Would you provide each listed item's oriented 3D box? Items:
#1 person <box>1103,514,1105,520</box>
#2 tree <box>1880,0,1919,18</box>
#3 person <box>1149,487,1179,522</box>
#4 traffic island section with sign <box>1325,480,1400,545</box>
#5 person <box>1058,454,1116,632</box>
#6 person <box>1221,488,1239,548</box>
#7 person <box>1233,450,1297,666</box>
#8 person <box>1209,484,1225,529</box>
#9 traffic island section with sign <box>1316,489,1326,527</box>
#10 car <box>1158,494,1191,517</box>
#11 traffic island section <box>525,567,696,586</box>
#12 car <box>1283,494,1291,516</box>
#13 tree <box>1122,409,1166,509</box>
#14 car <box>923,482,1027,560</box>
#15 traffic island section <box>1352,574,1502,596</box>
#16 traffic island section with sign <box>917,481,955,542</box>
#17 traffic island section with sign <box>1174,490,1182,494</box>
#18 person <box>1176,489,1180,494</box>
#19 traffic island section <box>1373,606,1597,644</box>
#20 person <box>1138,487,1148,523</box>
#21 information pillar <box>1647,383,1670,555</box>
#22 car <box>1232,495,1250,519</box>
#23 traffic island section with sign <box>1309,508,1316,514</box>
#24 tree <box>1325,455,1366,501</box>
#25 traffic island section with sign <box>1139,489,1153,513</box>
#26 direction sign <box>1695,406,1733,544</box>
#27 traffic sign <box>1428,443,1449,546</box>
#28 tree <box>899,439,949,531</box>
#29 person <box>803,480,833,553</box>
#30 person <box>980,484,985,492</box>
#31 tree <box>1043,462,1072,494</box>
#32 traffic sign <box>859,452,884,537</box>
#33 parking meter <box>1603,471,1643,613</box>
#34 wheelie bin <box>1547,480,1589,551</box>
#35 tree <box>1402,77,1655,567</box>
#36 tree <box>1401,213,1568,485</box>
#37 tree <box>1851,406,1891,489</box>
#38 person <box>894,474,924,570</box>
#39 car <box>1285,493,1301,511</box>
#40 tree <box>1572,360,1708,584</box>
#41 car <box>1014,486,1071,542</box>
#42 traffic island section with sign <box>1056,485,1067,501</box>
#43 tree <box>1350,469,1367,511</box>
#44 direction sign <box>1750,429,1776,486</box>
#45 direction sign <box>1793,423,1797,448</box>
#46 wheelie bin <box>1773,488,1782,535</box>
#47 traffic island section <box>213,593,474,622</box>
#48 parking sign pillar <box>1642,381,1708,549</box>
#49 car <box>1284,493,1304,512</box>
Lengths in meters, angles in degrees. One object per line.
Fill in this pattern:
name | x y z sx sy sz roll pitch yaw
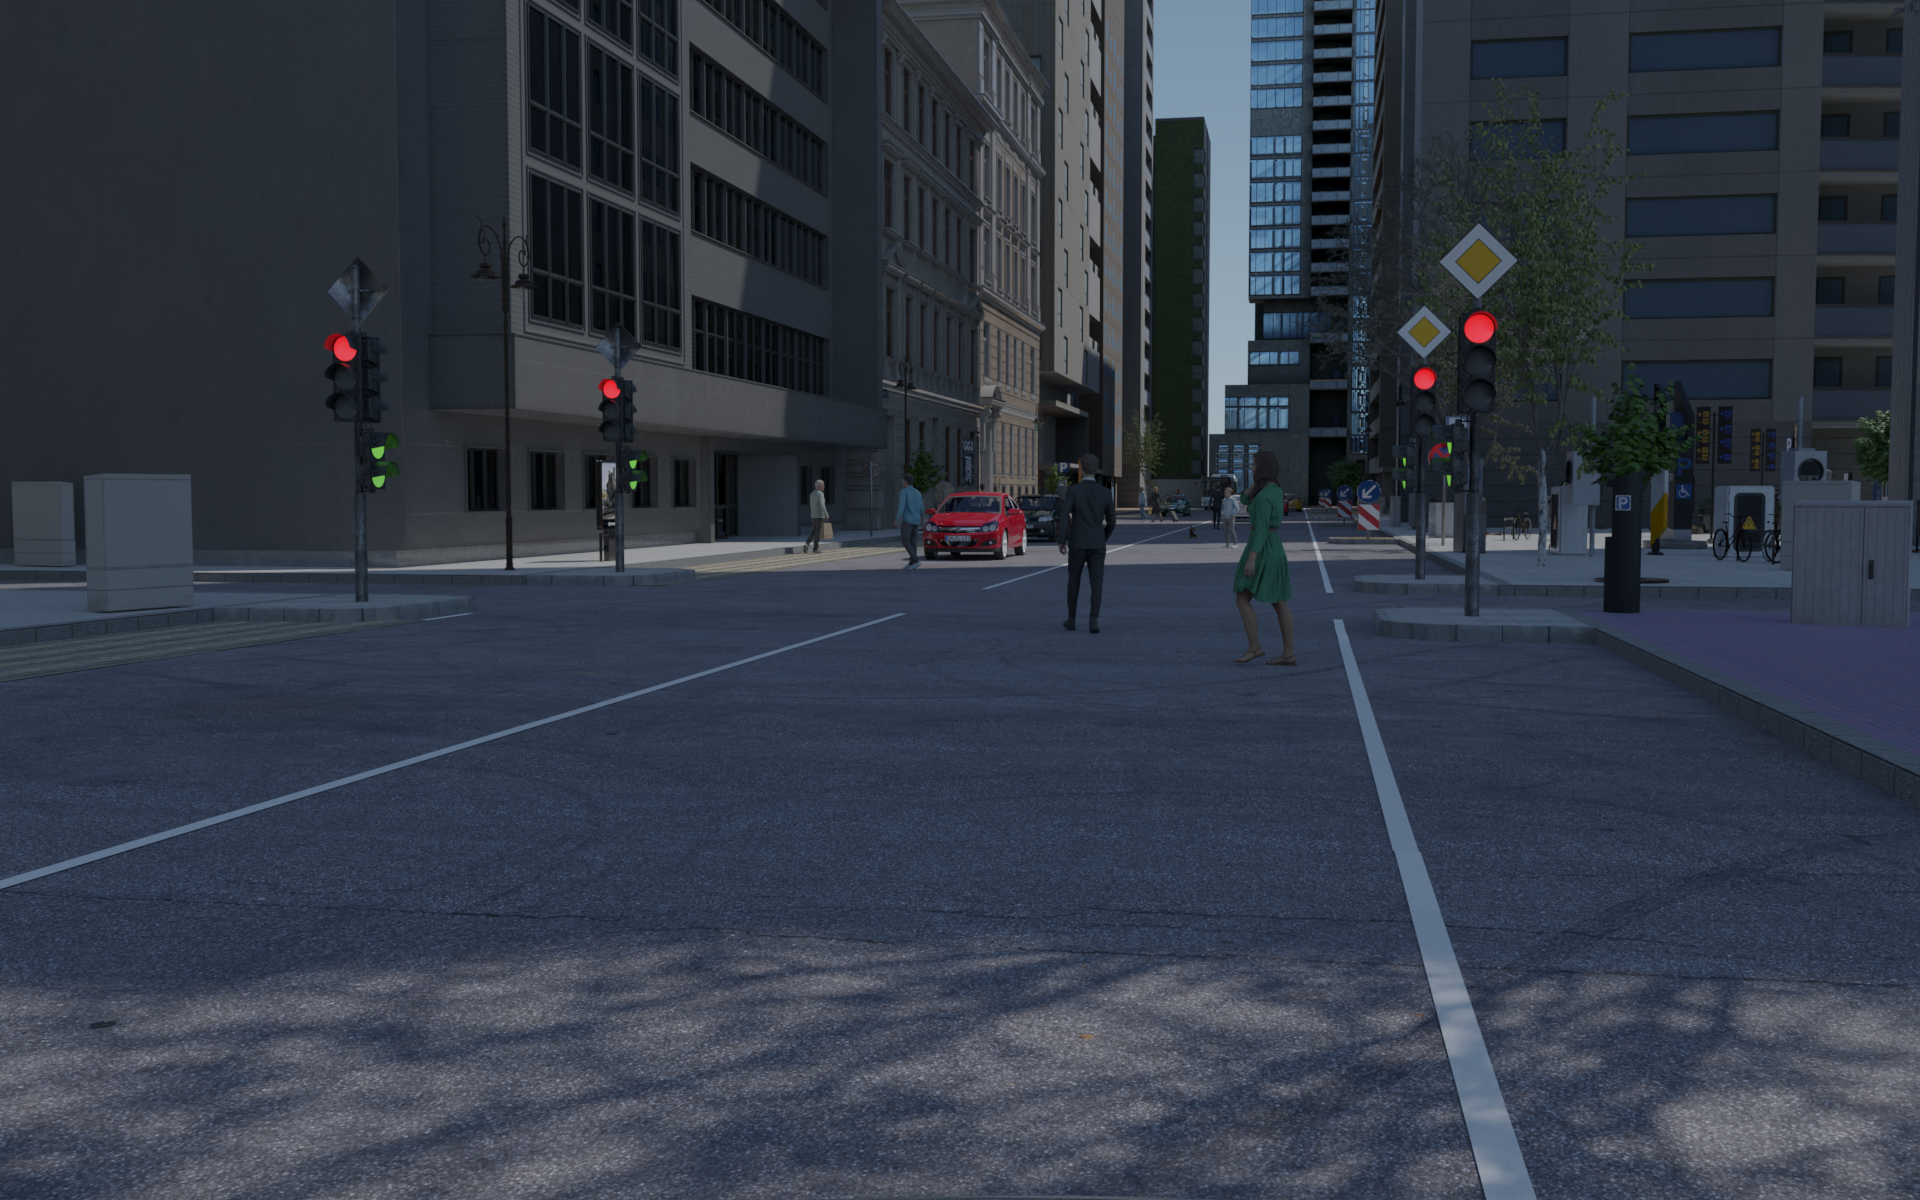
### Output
person | 7.725 -5.267 94.428 0.447 1.846 0.655 0 4 5
tree | 6.876 -5.981 8.166 12.009 13.543 11.850 0 3 0
person | 10.308 -4.856 88.110 1.509 1.804 0.699 2 4 32
traffic island section with sign | 11.702 -2.541 50.179 1.989 1.847 2.006 1 4 11
person | 1.288 -0.597 18.032 0.659 1.850 0.755 0 4 -8
person | 7.117 -2.176 45.883 0.330 1.601 0.589 -2 4 -32
person | 2.549 -0.347 14.424 0.529 1.795 0.600 1 4 14
person | 10.472 -3.809 70.554 0.659 1.850 0.755 1 4 11
traffic island section with sign | 16.883 -4.159 76.633 1.989 1.847 2.006 1 4 11
car | 13.838 -6.103 111.581 2.131 1.459 4.920 1 4 12
traffic island section | -5.613 -0.381 28.504 2.009 0.180 2.903 1 4 11
car | 20.754 -6.432 114.210 2.155 1.783 4.494 1 4 10
tree | 15.848 -12.137 148.796 4.737 8.622 4.395 0 3 0
car | 0.372 -1.842 39.165 2.155 1.783 4.494 1 4 11
traffic island section | 6.939 -0.230 26.043 2.009 0.180 2.903 1 4 11
traffic island section with sign | -0.531 -2.688 52.582 1.989 1.847 2.006 1 4 11
traffic island section with sign | 19.523 -8.937 154.751 1.989 1.847 2.006 1 4 11
person | 18.235 -8.356 145.051 1.348 1.831 0.705 3 4 38
traffic island section | 5.400 0.249 18.207 2.009 0.180 2.903 1 4 11
person | 9.156 -4.767 86.704 0.793 1.790 0.793 -3 5 -41
information pillar | 14.642 -2.745 36.231 0.183 3.616 0.504 -1 4 -10
car | 14.719 -4.762 90.228 2.083 1.381 4.827 1 4 11
traffic island section with sign | 26.614 -7.188 126.146 1.989 1.847 2.006 1 4 11
tree | 32.579 -9.957 146.507 4.285 4.588 4.351 0 3 0
traffic island section with sign | 14.325 -7.319 128.300 1.989 1.847 2.006 1 4 11
direction sign | 19.481 -3.230 44.804 0.876 3.537 0.379 2 4 35
traffic sign | 11.957 -2.611 42.801 0.768 2.556 0.104 1 4 15
tree | -1.196 -4.039 60.632 1.663 3.219 1.824 0 3 0
person | -3.403 -1.992 41.561 0.515 1.767 0.782 -2 4 -35
person | 0.759 -2.982 57.590 0.374 1.781 0.599 2 4 33
tree | 5.602 -6.579 102.161 1.663 3.219 1.824 0 3 0
traffic sign | -2.673 -3.177 52.048 0.768 2.556 0.104 1 4 13
parking meter | 7.183 -0.633 18.759 0.372 1.533 0.369 0 3 0
wheelie bin | 13.289 -1.835 37.908 0.693 1.594 0.980 2 4 34
tree | 10.130 -4.888 30.283 4.737 8.622 4.395 0 3 0
tree | 13.467 -5.802 45.226 4.360 8.622 3.978 0 3 0
tree | 32.639 -4.680 60.230 4.285 4.588 4.351 0 3 0
person | -0.926 -1.499 33.020 0.620 1.820 0.660 2 4 35
car | 27.329 -8.269 144.244 2.155 1.783 4.494 1 4 10
tree | 9.703 -1.876 25.268 1.663 3.219 1.824 0 3 0
car | 2.322 -2.633 52.835 2.009 1.686 4.222 1 4 12
traffic island section with sign | 4.694 -4.319 79.237 1.989 1.847 2.006 1 4 11
tree | 30.853 -8.518 133.875 1.663 3.219 1.824 0 3 0
direction sign | 27.730 -4.151 59.874 0.876 3.537 0.379 0 4 -1
direction sign | 26.821 -3.889 55.575 0.379 3.537 0.876 3 4 39
wheelie bin | 25.956 -2.849 54.492 0.693 1.594 0.980 0 4 -1
traffic island section | -7.152 0.099 20.668 2.009 0.180 2.903 1 4 11
parking sign pillar | 16.893 -3.201 40.810 1.447 3.967 1.447 0 4 8
car | 26.478 -7.842 138.433 2.015 1.641 3.980 1 4 10
